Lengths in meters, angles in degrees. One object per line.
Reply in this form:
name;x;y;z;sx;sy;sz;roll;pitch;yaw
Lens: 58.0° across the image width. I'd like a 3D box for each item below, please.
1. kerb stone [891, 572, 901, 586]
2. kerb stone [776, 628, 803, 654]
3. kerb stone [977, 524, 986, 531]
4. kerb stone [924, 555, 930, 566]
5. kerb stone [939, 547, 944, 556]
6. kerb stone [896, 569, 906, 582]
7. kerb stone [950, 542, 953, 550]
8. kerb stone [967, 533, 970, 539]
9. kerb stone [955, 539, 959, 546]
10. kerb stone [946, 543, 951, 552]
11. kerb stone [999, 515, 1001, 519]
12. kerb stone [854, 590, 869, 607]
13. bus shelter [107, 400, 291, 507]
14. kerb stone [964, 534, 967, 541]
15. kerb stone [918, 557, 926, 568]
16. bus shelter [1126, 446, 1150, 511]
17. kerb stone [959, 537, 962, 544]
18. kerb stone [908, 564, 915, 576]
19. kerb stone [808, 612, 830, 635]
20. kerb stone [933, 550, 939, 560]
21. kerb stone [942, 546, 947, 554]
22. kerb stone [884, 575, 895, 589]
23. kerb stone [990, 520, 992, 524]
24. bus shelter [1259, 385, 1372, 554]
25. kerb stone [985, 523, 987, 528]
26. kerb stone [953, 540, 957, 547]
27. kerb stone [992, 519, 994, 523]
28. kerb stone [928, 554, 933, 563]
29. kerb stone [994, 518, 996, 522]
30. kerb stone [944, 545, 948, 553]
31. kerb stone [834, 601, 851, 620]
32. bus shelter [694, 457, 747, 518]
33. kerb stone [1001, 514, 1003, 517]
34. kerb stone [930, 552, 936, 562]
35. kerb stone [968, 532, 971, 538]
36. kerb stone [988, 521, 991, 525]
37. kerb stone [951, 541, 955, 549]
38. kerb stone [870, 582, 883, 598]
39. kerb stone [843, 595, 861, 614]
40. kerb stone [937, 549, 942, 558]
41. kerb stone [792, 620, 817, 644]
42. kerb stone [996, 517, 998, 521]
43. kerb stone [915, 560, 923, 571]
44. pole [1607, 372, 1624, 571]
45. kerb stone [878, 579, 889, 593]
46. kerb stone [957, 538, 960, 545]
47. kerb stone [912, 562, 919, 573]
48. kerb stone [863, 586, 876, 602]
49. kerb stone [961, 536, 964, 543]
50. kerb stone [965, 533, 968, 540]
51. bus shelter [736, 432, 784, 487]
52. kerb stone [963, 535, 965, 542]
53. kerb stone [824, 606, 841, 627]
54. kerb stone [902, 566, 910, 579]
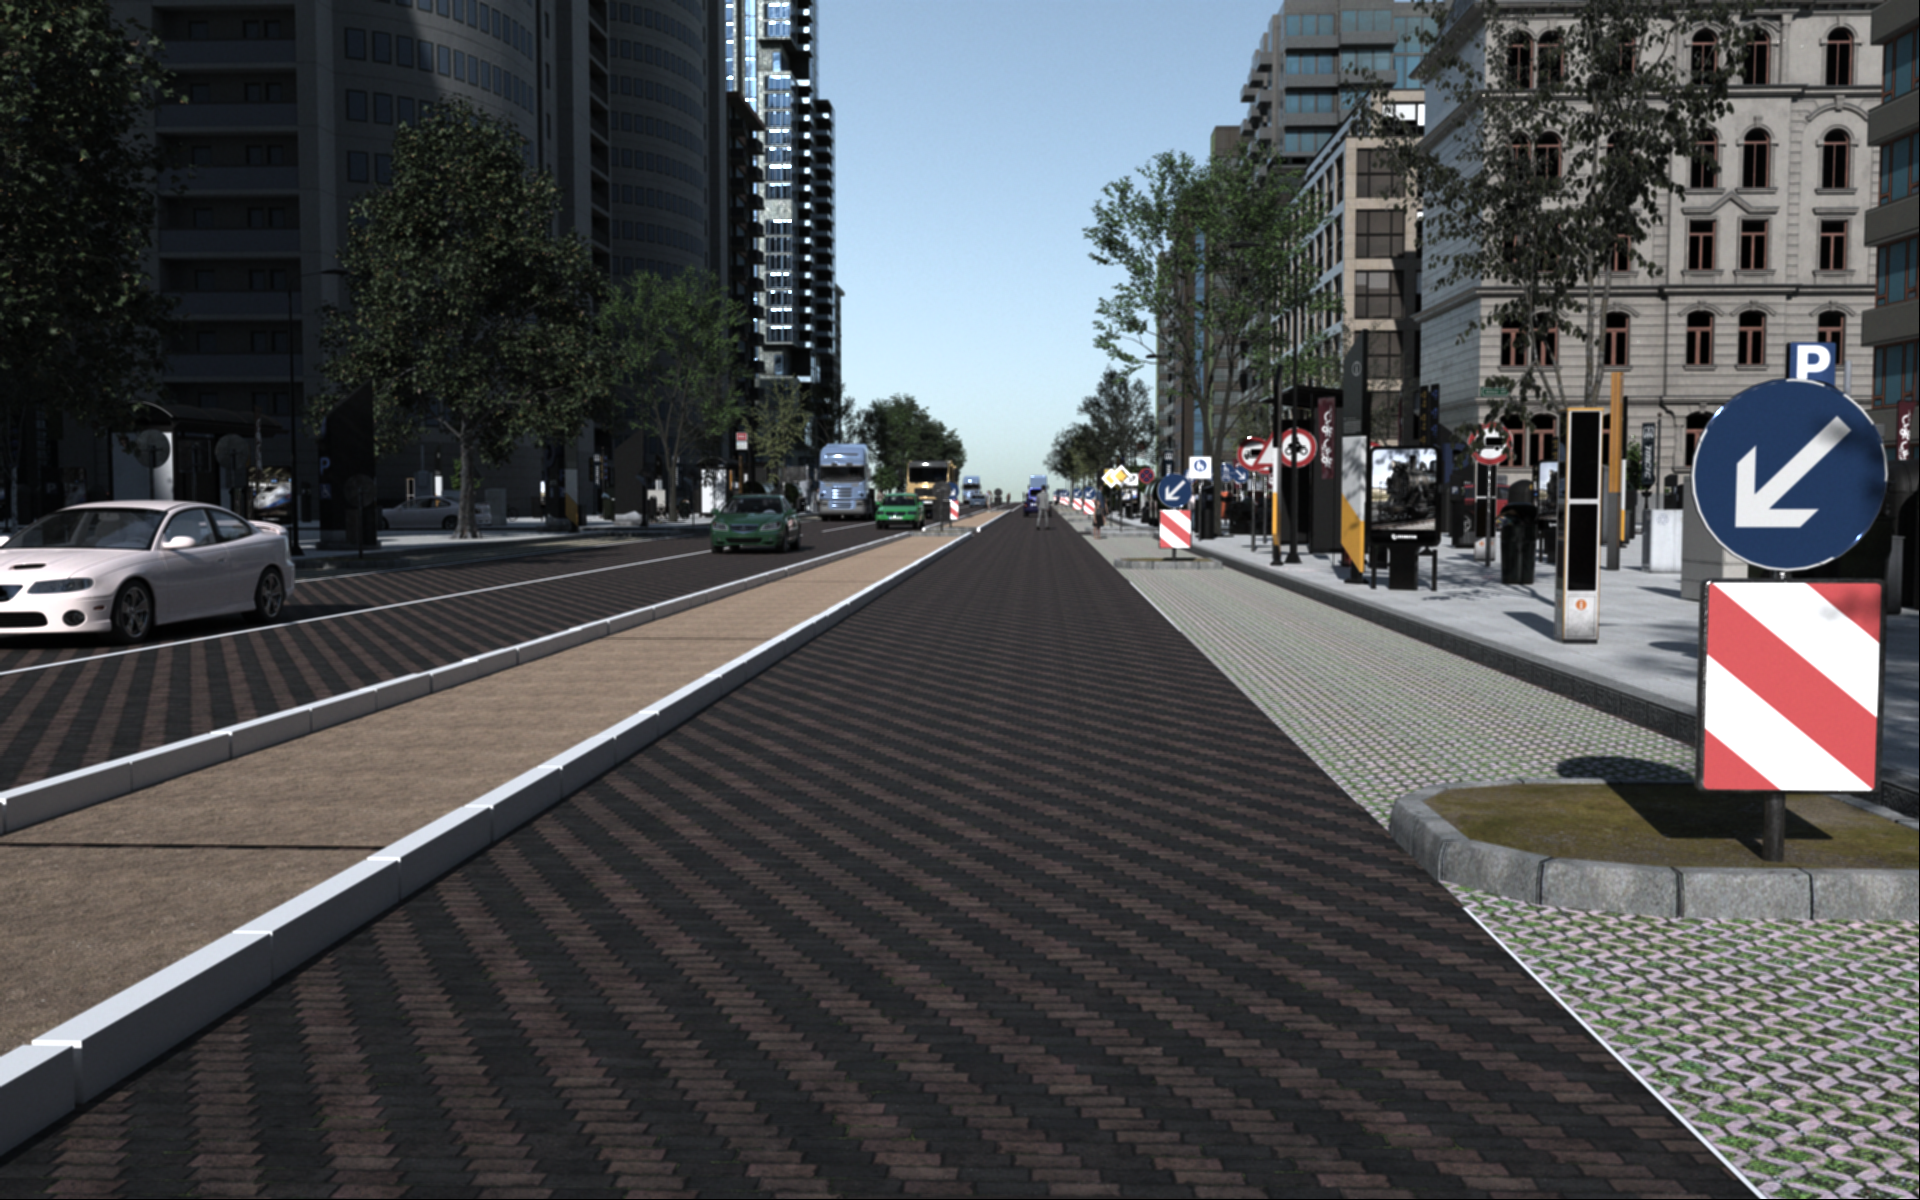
kerb stone;-1.067;-0.299;27.106;0.120;0.150;1.000;0;4;3
kerb stone;-1.584;0.389;15.832;0.120;0.150;1.000;0;4;3
kerb stone;0.864;-2.899;69.597;0.120;0.150;1.000;0;4;3
kerb stone;-0.743;-0.738;34.263;0.120;0.150;1.000;0;4;3
kerb stone;-0.508;-1.051;39.374;0.120;0.150;1.000;0;4;3
kerb stone;-1.022;-0.361;28.128;0.120;0.150;1.000;0;4;3
kerb stone;-0.327;-1.301;43.481;0.120;0.150;1.000;0;4;3
kerb stone;0.154;-1.923;53.733;0.120;0.150;1.000;0;4;3
kerb stone;-0.185;-1.490;46.550;0.120;0.150;1.000;0;4;3
kerb stone;-0.367;-1.239;42.454;0.120;0.150;1.000;0;4;3
kerb stone;2.040;-4.464;95.187;0.120;0.150;1.000;0;4;3
kerb stone;-1.302;0.014;21.980;0.120;0.150;1.000;0;4;3
bus shelter;-17.683;-2.829;40.185;2.014;3.302;5.546;0;4;3
kerb stone;0.052;-1.804;51.684;0.120;0.150;1.000;0;4;3
kerb stone;-0.791;-0.675;33.241;0.120;0.150;1.000;0;4;3
bus shelter;13.243;-9.475;132.556;2.179;5.291;8.768;0;4;3
kerb stone;-0.085;-1.615;48.599;0.120;0.150;1.000;0;4;3
kerb stone;-0.926;-0.488;30.178;0.120;0.150;1.000;0;4;3
kerb stone;-1.490;0.264;17.875;0.120;0.150;1.000;0;4;3
kerb stone;-0.596;-0.926;37.329;0.120;0.150;1.000;0;4;3
kerb stone;-0.459;-1.113;40.399;0.120;0.150;1.000;0;4;3
kerb stone;-1.117;-0.233;26.085;0.120;0.150;1.000;0;4;3
kerb stone;1.243;-3.400;77.778;0.120;0.150;1.000;0;4;3
bus shelter;8.183;-2.994;40.242;1.731;3.624;6.357;0;4;3
kerb stone;0.920;-2.962;70.617;0.120;0.150;1.000;0;4;3
kerb stone;-0.227;-1.427;45.529;0.120;0.150;1.000;0;4;3
kerb stone;1.384;-3.587;80.847;0.120;0.150;1.000;0;4;3
kerb stone;-0.693;-0.798;35.284;0.120;0.150;1.000;0;4;3
kerb stone;1.569;-3.838;84.945;0.120;0.150;1.000;0;4;3
kerb stone;-0.423;-1.176;41.421;0.120;0.150;1.000;0;4;3
kerb stone;-1.400;0.142;19.930;0.120;0.150;1.000;0;4;3
bus shelter;-13.307;-6.279;96.592;2.014;3.302;5.546;0;4;3
kerb stone;2.273;-4.775;100.327;0.120;0.150;1.000;0;4;3
kerb stone;-0.644;-0.861;36.308;0.120;0.150;1.000;0;4;3
kerb stone;0.193;-1.991;54.755;0.120;0.150;1.000;0;4;3
kerb stone;1.150;-3.270;75.734;0.120;0.150;1.000;0;4;3
kerb stone;-0.269;-1.364;44.507;0.120;0.150;1.000;0;4;3
kerb stone;-1.213;-0.112;24.029;0.120;0.150;1.000;0;4;3
kerb stone;-1.344;0.076;20.959;0.120;0.150;1.000;0;4;3
kerb stone;-0.551;-0.988;38.353;0.120;0.150;1.000;0;4;3
kerb stone;-1.542;0.327;16.853;0.120;0.150;1.000;0;4;3
kerb stone;1.711;-4.026;88.018;0.120;0.150;1.000;0;4;3
kerb stone;-0.830;-0.609;32.220;0.120;0.150;1.000;0;4;3
pole;10.984;-2.152;29.033;0.158;3.312;0.155;0;3;0
kerb stone;-1.164;-0.175;25.050;0.120;0.150;1.000;0;4;3
kerb stone;-0.144;-1.552;47.579;0.120;0.150;1.000;0;4;3
kerb stone;-0.884;-0.544;31.199;0.120;0.150;1.000;0;4;3
kerb stone;-1.258;-0.046;23.007;0.120;0.150;1.000;0;4;3
kerb stone;-0.043;-1.678;49.636;0.120;0.150;1.000;0;4;3
kerb stone;0.099;-1.866;52.706;0.120;0.150;1.000;0;4;3
bus shelter;-13.299;-8.393;114.851;2.179;5.291;8.768;0;4;3
kerb stone;0.004;-1.740;50.663;0.120;0.150;1.000;0;4;3
kerb stone;-1.439;0.206;18.906;0.120;0.150;1.000;0;4;3
kerb stone;-0.974;-0.426;29.156;0.120;0.150;1.000;0;4;3
